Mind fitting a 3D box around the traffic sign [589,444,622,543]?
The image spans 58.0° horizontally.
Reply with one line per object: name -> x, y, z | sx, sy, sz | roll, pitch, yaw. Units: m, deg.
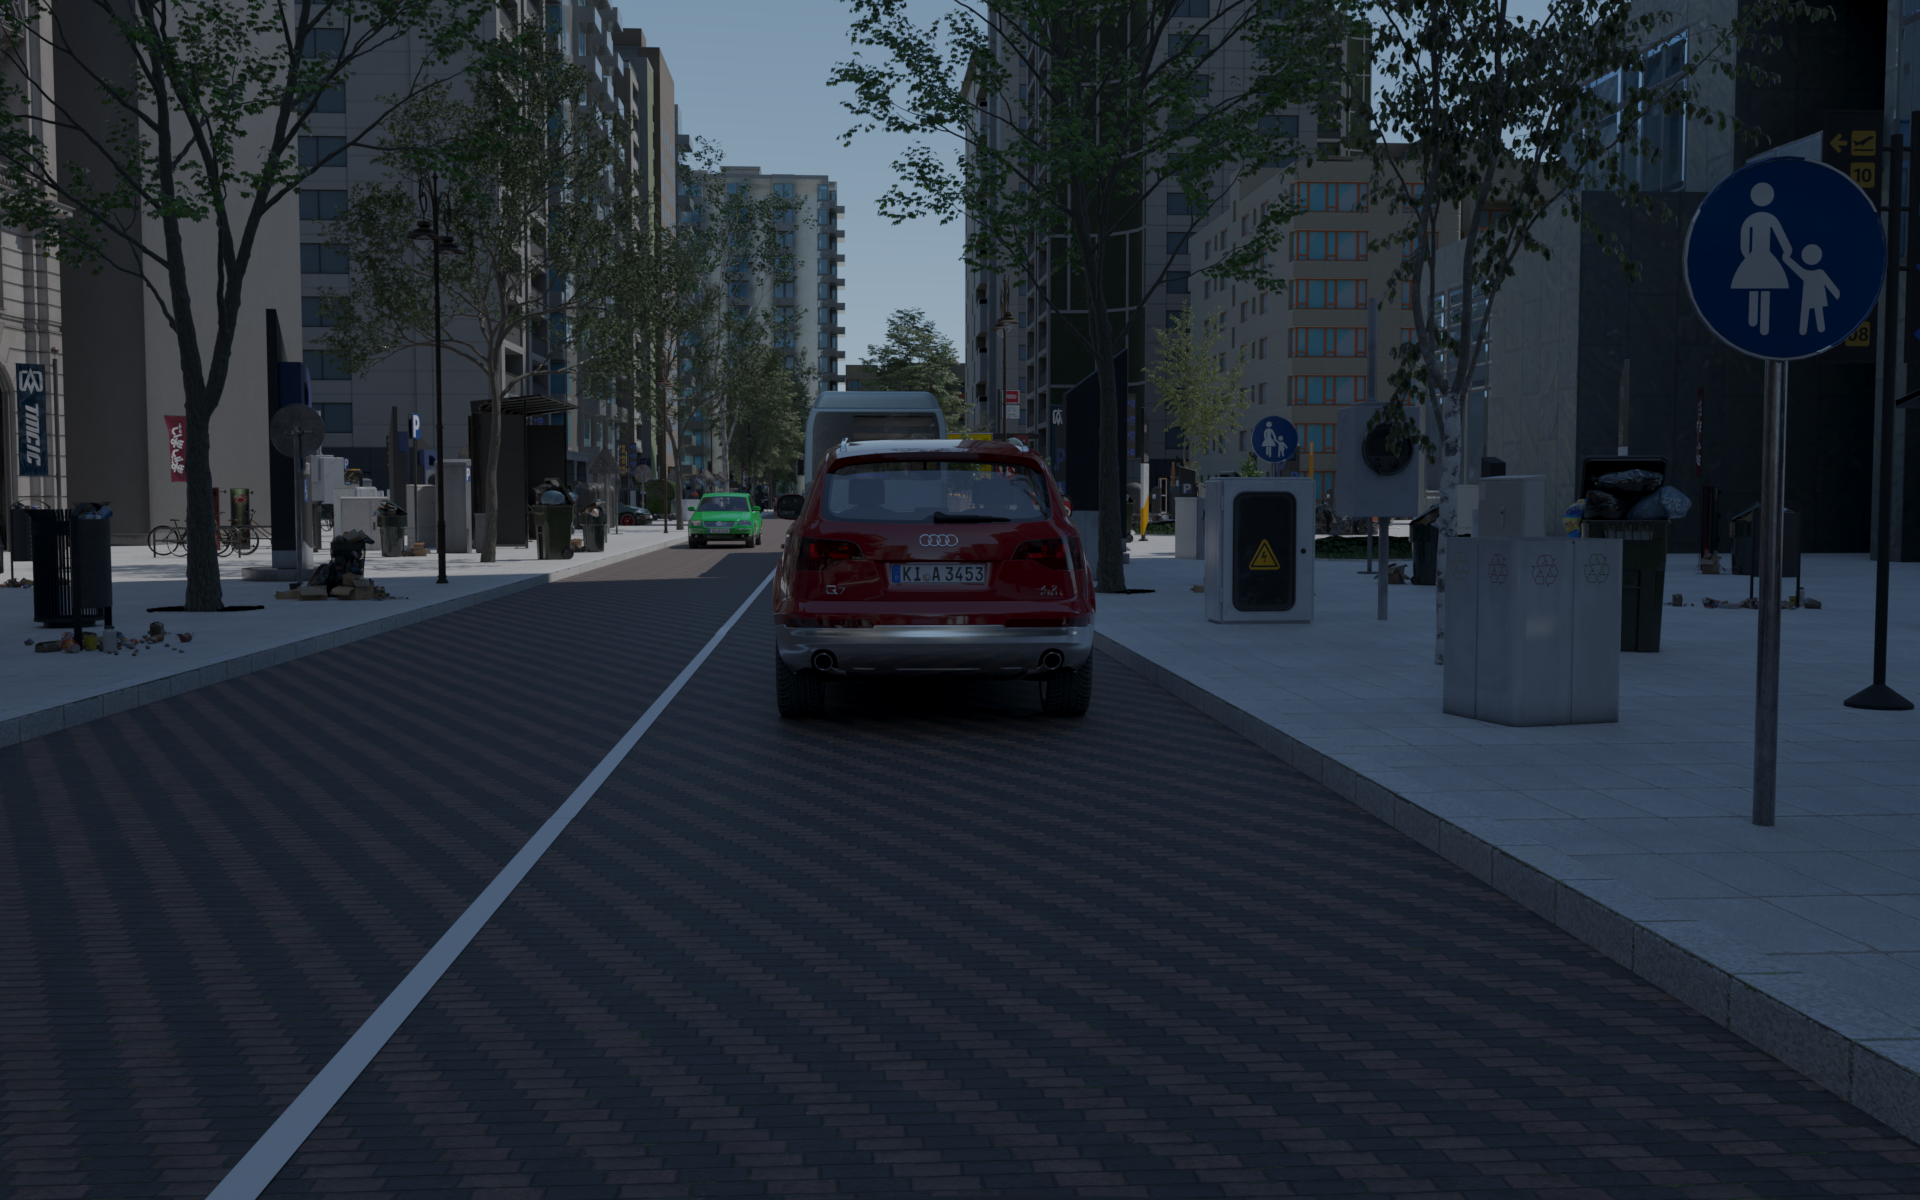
traffic sign -> -9.279, -2.772, 45.334 | 0.884, 2.594, 0.081 | 0, 4, 1

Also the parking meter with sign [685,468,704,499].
parking meter with sign -> -18.167, -7.377, 116.869 | 1.738, 3.016, 0.543 | 1, 4, 10

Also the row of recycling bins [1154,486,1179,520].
row of recycling bins -> 10.558, -4.933, 87.770 | 3.534, 1.692, 1.069 | 1, 4, 10

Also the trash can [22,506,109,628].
trash can -> -8.615, -0.310, 16.724 | 0.748, 1.137, 0.748 | 0, 3, 0

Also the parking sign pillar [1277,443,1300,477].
parking sign pillar -> 12.478, -4.728, 65.777 | 1.447, 3.967, 1.447 | -1, 4, -9

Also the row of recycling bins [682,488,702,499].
row of recycling bins -> -18.965, -7.075, 122.786 | 1.069, 1.692, 3.534 | 1, 4, 13

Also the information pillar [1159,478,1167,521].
information pillar -> 9.419, -4.650, 80.512 | 0.304, 2.012, 0.304 | -1, 4, -9

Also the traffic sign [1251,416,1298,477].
traffic sign -> 5.110, -1.720, 28.227 | 0.768, 2.556, 0.104 | 0, 4, 1

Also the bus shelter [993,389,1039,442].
bus shelter -> 1.399, -5.274, 63.858 | 2.179, 5.291, 8.768 | 0, 4, -4

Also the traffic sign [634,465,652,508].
traffic sign -> -13.692, -4.567, 74.778 | 0.768, 2.556, 0.104 | 0, 4, 6

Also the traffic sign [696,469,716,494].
traffic sign -> -9.971, -3.935, 67.978 | 0.795, 2.450, 0.064 | 0, 4, -4

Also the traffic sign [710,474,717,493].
traffic sign -> -15.415, -6.642, 108.694 | 0.768, 2.556, 0.104 | 0, 4, 3

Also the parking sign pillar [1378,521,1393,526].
parking sign pillar -> 16.704, -4.970, 69.725 | 1.447, 3.967, 1.447 | -2, 4, -26

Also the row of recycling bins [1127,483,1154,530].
row of recycling bins -> 5.130, -3.333, 61.609 | 3.534, 1.692, 1.069 | -3, 4, -36

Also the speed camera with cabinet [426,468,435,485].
speed camera with cabinet -> -34.426, -7.151, 111.260 | 2.038, 3.252, 0.660 | 3, 4, 37

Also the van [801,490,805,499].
van -> -13.636, -9.159, 156.753 | 2.013, 2.044, 4.112 | 0, 4, -4

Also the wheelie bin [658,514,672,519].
wheelie bin -> -15.063, -4.940, 88.683 | 0.980, 1.594, 0.693 | 1, 4, 23

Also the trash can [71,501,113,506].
trash can -> -17.374, -1.409, 34.691 | 0.748, 1.137, 0.748 | 0, 3, 0

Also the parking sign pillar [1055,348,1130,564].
parking sign pillar -> 2.425, -2.662, 31.996 | 1.447, 3.967, 1.447 | -2, 4, -26

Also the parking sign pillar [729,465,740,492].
parking sign pillar -> -18.225, -9.157, 138.194 | 1.447, 3.967, 1.447 | -1, 4, -18

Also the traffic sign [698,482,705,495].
traffic sign -> -15.830, -6.544, 107.100 | 0.768, 2.556, 0.104 | 0, 4, -1

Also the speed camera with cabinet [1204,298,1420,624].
speed camera with cabinet -> 3.516, -1.405, 17.315 | 2.038, 3.252, 0.660 | 0, 4, -8

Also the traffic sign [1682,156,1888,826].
traffic sign -> 3.121, -0.400, 6.648 | 0.768, 2.556, 0.104 | 0, 4, 1

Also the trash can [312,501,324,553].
trash can -> -14.324, -1.610, 37.976 | 0.748, 1.137, 0.748 | 0, 3, 0

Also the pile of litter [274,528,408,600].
pile of litter -> -7.605, -0.443, 21.209 | 1.719, 0.858, 1.176 | 2, 4, 31

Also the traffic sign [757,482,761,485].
traffic sign -> -16.280, -8.486, 139.928 | 0.795, 2.450, 0.064 | 0, 4, 2

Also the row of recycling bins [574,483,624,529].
row of recycling bins -> -13.570, -3.512, 64.531 | 1.069, 1.692, 3.534 | 0, 4, 2

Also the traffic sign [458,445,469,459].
traffic sign -> -12.388, -2.687, 44.038 | 0.768, 2.556, 0.104 | 0, 4, 3

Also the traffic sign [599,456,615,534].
traffic sign -> -11.377, -3.419, 56.004 | 0.768, 2.556, 0.104 | 0, 4, -4

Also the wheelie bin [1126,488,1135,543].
wheelie bin -> 4.169, -2.304, 45.584 | 0.693, 1.594, 0.980 | -2, 4, -27

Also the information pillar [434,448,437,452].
information pillar -> -24.594, -5.514, 81.508 | 0.504, 3.616, 0.183 | 2, 4, 26

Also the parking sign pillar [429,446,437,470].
parking sign pillar -> -23.389, -5.366, 76.210 | 1.447, 3.967, 1.447 | 1, 4, 20

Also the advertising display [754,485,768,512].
advertising display -> -14.345, -7.329, 125.050 | 0.974, 1.923, 0.123 | -1, 4, -21

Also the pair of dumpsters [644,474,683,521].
pair of dumpsters -> -14.311, -4.951, 83.444 | 1.574, 2.255, 4.437 | 0, 4, -4

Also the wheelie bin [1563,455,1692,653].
wheelie bin -> 5.473, -0.386, 14.216 | 0.980, 1.594, 0.693 | 1, 4, 14

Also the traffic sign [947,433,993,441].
traffic sign -> -0.038, -3.888, 57.443 | 2.265, 3.308, 0.079 | 0, 4, 5

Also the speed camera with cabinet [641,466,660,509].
speed camera with cabinet -> -21.595, -7.720, 120.563 | 2.038, 3.252, 0.660 | -1, 4, -19

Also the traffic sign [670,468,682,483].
traffic sign -> -14.334, -5.292, 86.525 | 0.884, 2.594, 0.081 | 0, 4, -3

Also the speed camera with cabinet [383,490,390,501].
speed camera with cabinet -> -27.814, -5.453, 83.500 | 2.038, 3.252, 0.660 | 0, 4, -7

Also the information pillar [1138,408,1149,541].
information pillar -> 5.027, -3.412, 47.144 | 0.183, 3.616, 0.504 | 1, 4, 23

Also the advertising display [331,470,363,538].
advertising display -> -16.600, -2.549, 46.894 | 0.974, 1.923, 0.123 | 1, 4, 18

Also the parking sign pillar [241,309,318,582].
parking sign pillar -> -10.022, -2.291, 25.927 | 1.447, 3.967, 1.447 | -1, 4, -13

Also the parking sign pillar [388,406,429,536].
parking sign pillar -> -17.482, -4.001, 53.893 | 1.447, 3.967, 1.447 | -2, 4, -24

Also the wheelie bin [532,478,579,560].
wheelie bin -> -7.965, -1.591, 33.928 | 0.693, 1.594, 0.980 | -3, 4, -36

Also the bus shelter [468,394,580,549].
bus shelter -> -10.879, -3.203, 43.654 | 1.731, 3.624, 6.357 | 0, 4, -4

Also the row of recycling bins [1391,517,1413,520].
row of recycling bins -> 21.119, -4.741, 84.628 | 3.534, 1.692, 1.069 | -3, 5, -40

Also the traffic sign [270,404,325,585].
traffic sign -> -9.345, -1.489, 24.449 | 0.768, 2.556, 0.104 | 0, 4, -2

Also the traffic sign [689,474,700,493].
traffic sign -> -17.022, -6.807, 111.395 | 0.768, 2.556, 0.104 | 0, 4, 2

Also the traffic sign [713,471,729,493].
traffic sign -> -10.512, -4.422, 75.945 | 0.795, 2.450, 0.064 | 0, 4, -4

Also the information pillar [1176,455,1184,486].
information pillar -> 13.257, -6.922, 104.527 | 0.504, 3.616, 0.183 | 1, 4, 9

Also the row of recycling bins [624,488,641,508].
row of recycling bins -> -22.426, -6.749, 117.456 | 1.069, 1.692, 3.534 | -1, 4, -22

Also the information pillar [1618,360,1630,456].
information pillar -> 11.662, -2.393, 30.476 | 0.183, 3.616, 0.504 | 1, 4, 12

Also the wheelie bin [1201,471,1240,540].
wheelie bin -> 3.724, -0.984, 23.989 | 0.693, 1.594, 0.980 | -1, 4, -11

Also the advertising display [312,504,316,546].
advertising display -> -16.212, -2.294, 42.721 | 0.974, 1.923, 0.123 | 2, 4, 31

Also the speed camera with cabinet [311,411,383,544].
speed camera with cabinet -> -14.582, -2.848, 40.903 | 2.038, 3.252, 0.660 | 3, 5, 39

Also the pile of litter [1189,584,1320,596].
pile of litter -> 3.757, -0.514, 22.365 | 1.176, 0.858, 1.719 | -2, 4, -33
